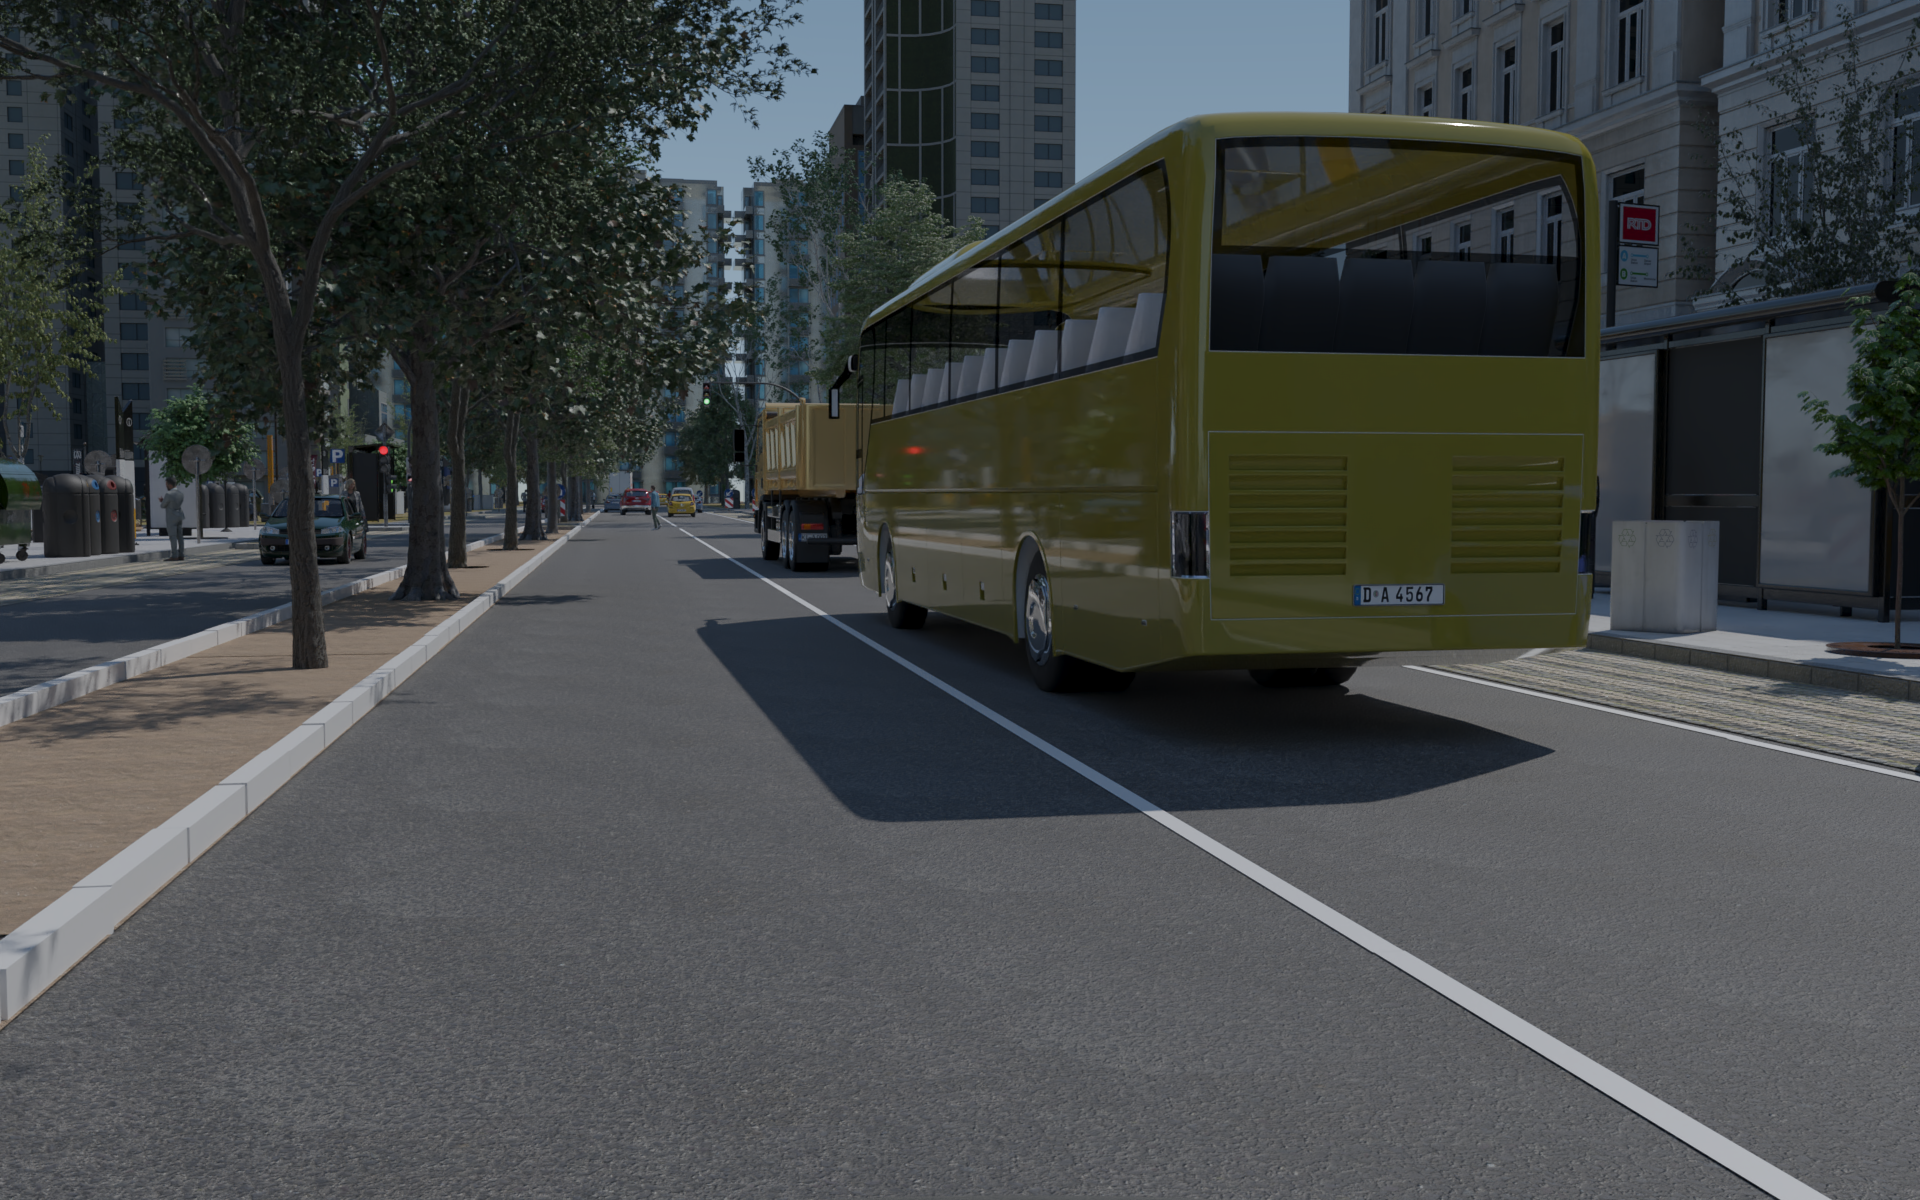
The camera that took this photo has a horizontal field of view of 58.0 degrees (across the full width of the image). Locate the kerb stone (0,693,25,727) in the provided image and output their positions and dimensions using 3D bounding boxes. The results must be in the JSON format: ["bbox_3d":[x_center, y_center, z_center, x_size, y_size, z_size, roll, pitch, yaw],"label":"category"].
[{"bbox_3d":[-5.966,0.702,10.773,0.120,0.150,1.000,-1,4,-11],"label":"kerb stone"}]

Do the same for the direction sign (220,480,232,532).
[{"bbox_3d":[-24.905,-4.079,58.696,0.876,3.537,0.379,1,4,23],"label":"direction sign"}]

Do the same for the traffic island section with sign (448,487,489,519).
[{"bbox_3d":[-28.438,-5.582,99.900,1.989,1.847,2.006,-1,4,-11],"label":"traffic island section with sign"}]

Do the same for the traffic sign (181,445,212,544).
[{"bbox_3d":[-19.729,-2.734,44.813,0.768,2.556,0.104,0,4,-8],"label":"traffic sign"}]

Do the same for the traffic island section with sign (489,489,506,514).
[{"bbox_3d":[-33.590,-7.201,126.360,1.989,1.847,2.006,-1,4,-11],"label":"traffic island section with sign"}]

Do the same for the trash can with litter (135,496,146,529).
[{"bbox_3d":[-30.636,-3.202,63.406,1.678,1.210,2.233,2,4,28],"label":"trash can with litter"}]

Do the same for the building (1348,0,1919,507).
[{"bbox_3d":[21.197,-16.232,51.305,13.634,28.700,20.117,-1,4,-11],"label":"building"}]

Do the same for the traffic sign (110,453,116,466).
[{"bbox_3d":[-26.153,-3.287,53.849,0.768,2.556,0.104,0,4,-1],"label":"traffic sign"}]

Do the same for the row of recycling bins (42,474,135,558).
[{"bbox_3d":[-18.394,-1.800,36.538,1.069,1.692,3.534,0,4,-7],"label":"row of recycling bins"}]

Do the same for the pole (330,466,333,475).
[{"bbox_3d":[-45.763,-8.096,126.208,0.158,3.312,0.155,0,3,0],"label":"pole"}]

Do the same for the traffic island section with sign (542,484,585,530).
[{"bbox_3d":[-17.735,-4.185,76.564,2.006,1.907,1.989,-1,4,-11],"label":"traffic island section with sign"}]

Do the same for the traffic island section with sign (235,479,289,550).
[{"bbox_3d":[-17.811,-2.255,45.497,1.989,1.847,2.006,-1,4,-11],"label":"traffic island section with sign"}]

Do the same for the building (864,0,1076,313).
[{"bbox_3d":[-0.566,-45.318,179.203,20.563,71.187,20.611,-1,4,-11],"label":"building"}]

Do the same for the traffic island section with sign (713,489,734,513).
[{"bbox_3d":[-17.517,-7.433,130.163,1.989,1.847,2.006,-1,4,-11],"label":"traffic island section with sign"}]

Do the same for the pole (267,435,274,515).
[{"bbox_3d":[-23.868,-4.045,59.987,0.158,3.312,0.155,0,3,0],"label":"pole"}]

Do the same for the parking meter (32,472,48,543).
[{"bbox_3d":[-24.256,-2.446,45.696,0.399,1.863,0.255,-3,5,-43],"label":"parking meter"}]

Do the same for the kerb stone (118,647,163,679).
[{"bbox_3d":[-6.561,0.516,13.788,0.120,0.150,1.000,-1,4,-11],"label":"kerb stone"}]

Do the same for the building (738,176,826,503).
[{"bbox_3d":[-19.182,-39.400,263.805,30.456,49.044,23.786,-1,4,-11],"label":"building"}]

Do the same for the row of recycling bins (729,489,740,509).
[{"bbox_3d":[-19.695,-8.831,151.504,1.069,1.692,3.534,-1,4,-10],"label":"row of recycling bins"}]

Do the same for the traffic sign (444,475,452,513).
[{"bbox_3d":[-33.663,-6.993,114.448,0.768,2.556,0.104,0,4,-6],"label":"traffic sign"}]

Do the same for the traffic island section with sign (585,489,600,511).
[{"bbox_3d":[-32.138,-8.696,150.315,2.006,1.907,1.989,-1,4,-11],"label":"traffic island section with sign"}]

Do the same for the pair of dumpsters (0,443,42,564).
[{"bbox_3d":[-17.950,-1.744,31.006,1.574,2.255,4.437,-1,4,-11],"label":"pair of dumpsters"}]

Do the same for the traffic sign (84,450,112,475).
[{"bbox_3d":[-25.002,-3.068,50.261,0.768,2.556,0.104,-1,4,-10],"label":"traffic sign"}]

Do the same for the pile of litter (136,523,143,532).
[{"bbox_3d":[-28.391,-2.749,58.914,1.176,0.858,1.719,3,4,36],"label":"pile of litter"}]

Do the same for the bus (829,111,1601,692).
[{"bbox_3d":[1.114,-1.465,15.498,2.896,3.916,12.252,-1,4,-12],"label":"bus"}]

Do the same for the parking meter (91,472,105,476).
[{"bbox_3d":[-22.861,-2.465,46.018,0.399,1.863,0.255,3,4,37],"label":"parking meter"}]

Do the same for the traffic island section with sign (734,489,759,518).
[{"bbox_3d":[-12.228,-5.778,103.090,1.989,1.847,2.006,-1,4,-11],"label":"traffic island section with sign"}]

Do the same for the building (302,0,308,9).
[{"bbox_3d":[-69.494,-44.616,167.722,20.563,71.187,20.611,-1,4,-11],"label":"building"}]

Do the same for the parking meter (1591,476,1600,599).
[{"bbox_3d":[7.586,-0.947,21.196,0.399,1.863,0.255,3,4,37],"label":"parking meter"}]

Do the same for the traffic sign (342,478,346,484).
[{"bbox_3d":[-34.930,-5.884,97.385,0.795,2.450,0.064,0,4,-5],"label":"traffic sign"}]

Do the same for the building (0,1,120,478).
[{"bbox_3d":[-105.204,-45.849,187.877,20.611,71.187,20.563,-1,4,-11],"label":"building"}]

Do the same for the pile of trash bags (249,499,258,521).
[{"bbox_3d":[-34.823,-4.378,81.340,3.447,1.369,1.912,-1,4,-23],"label":"pile of trash bags"}]

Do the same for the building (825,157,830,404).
[{"bbox_3d":[-9.497,-32.232,210.586,14.154,41.232,14.086,-1,4,-11],"label":"building"}]

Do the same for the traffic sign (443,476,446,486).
[{"bbox_3d":[-36.490,-7.456,122.003,0.768,2.556,0.104,0,4,-1],"label":"traffic sign"}]

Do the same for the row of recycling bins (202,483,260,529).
[{"bbox_3d":[-28.173,-3.591,65.818,1.069,1.692,3.534,1,4,9],"label":"row of recycling bins"}]

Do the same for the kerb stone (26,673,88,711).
[{"bbox_3d":[-6.165,0.637,11.775,0.120,0.150,1.000,-1,4,-11],"label":"kerb stone"}]

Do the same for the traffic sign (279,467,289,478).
[{"bbox_3d":[-30.954,-4.874,79.794,0.768,2.556,0.104,-1,4,-9],"label":"traffic sign"}]

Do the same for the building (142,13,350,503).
[{"bbox_3d":[-62.096,-28.622,151.564,14.154,41.232,14.086,-1,4,-11],"label":"building"}]

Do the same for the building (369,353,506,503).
[{"bbox_3d":[-79.770,-38.670,251.863,30.456,49.044,23.786,-1,4,-11],"label":"building"}]

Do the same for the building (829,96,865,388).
[{"bbox_3d":[-7.089,-33.421,196.548,14.600,45.320,14.200,-1,4,-11],"label":"building"}]

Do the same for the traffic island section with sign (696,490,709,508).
[{"bbox_3d":[-27.009,-10.408,178.792,1.989,1.847,2.006,-1,4,-11],"label":"traffic island section with sign"}]

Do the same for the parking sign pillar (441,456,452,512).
[{"bbox_3d":[-36.302,-8.258,123.495,1.447,3.967,1.447,2,4,32],"label":"parking sign pillar"}]

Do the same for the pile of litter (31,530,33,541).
[{"bbox_3d":[-25.767,-2.083,48.026,1.176,0.858,1.719,-2,4,-27],"label":"pile of litter"}]

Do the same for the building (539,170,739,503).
[{"bbox_3d":[-49.491,-39.037,257.856,30.456,49.044,23.786,-1,4,-11],"label":"building"}]

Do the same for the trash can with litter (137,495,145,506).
[{"bbox_3d":[-64.556,-7.633,136.183,0.624,1.170,1.055,2,4,26],"label":"trash can with litter"}]

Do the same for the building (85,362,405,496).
[{"bbox_3d":[-79.649,-53.745,191.408,31.000,86.520,22.319,-1,4,-11],"label":"building"}]

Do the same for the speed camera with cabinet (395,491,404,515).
[{"bbox_3d":[-35.523,-6.965,108.218,0.660,3.252,2.038,1,4,11],"label":"speed camera with cabinet"}]

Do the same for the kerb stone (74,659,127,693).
[{"bbox_3d":[-6.369,0.576,12.780,0.120,0.150,1.000,-1,4,-11],"label":"kerb stone"}]

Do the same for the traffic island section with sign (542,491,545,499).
[{"bbox_3d":[-48.588,-11.896,203.121,1.989,1.847,2.006,-1,4,-11],"label":"traffic island section with sign"}]

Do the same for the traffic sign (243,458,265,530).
[{"bbox_3d":[-25.260,-3.786,61.999,0.768,2.556,0.104,0,4,-4],"label":"traffic sign"}]

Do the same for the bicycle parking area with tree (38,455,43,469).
[{"bbox_3d":[-65.735,-8.711,129.430,8.231,4.147,9.016,-1,4,-23],"label":"bicycle parking area with tree"}]

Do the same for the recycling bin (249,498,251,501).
[{"bbox_3d":[-47.723,-6.408,117.332,0.722,1.027,0.722,-2,4,-29],"label":"recycling bin"}]

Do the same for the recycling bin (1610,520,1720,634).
[{"bbox_3d":[6.624,-0.228,16.287,0.722,1.027,0.722,-3,5,-40],"label":"recycling bin"}]

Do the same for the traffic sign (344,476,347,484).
[{"bbox_3d":[-35.319,-6.050,100.100,0.795,2.450,0.064,0,4,-4],"label":"traffic sign"}]

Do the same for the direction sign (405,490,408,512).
[{"bbox_3d":[-38.861,-7.913,121.382,0.876,3.537,0.379,2,4,34],"label":"direction sign"}]
